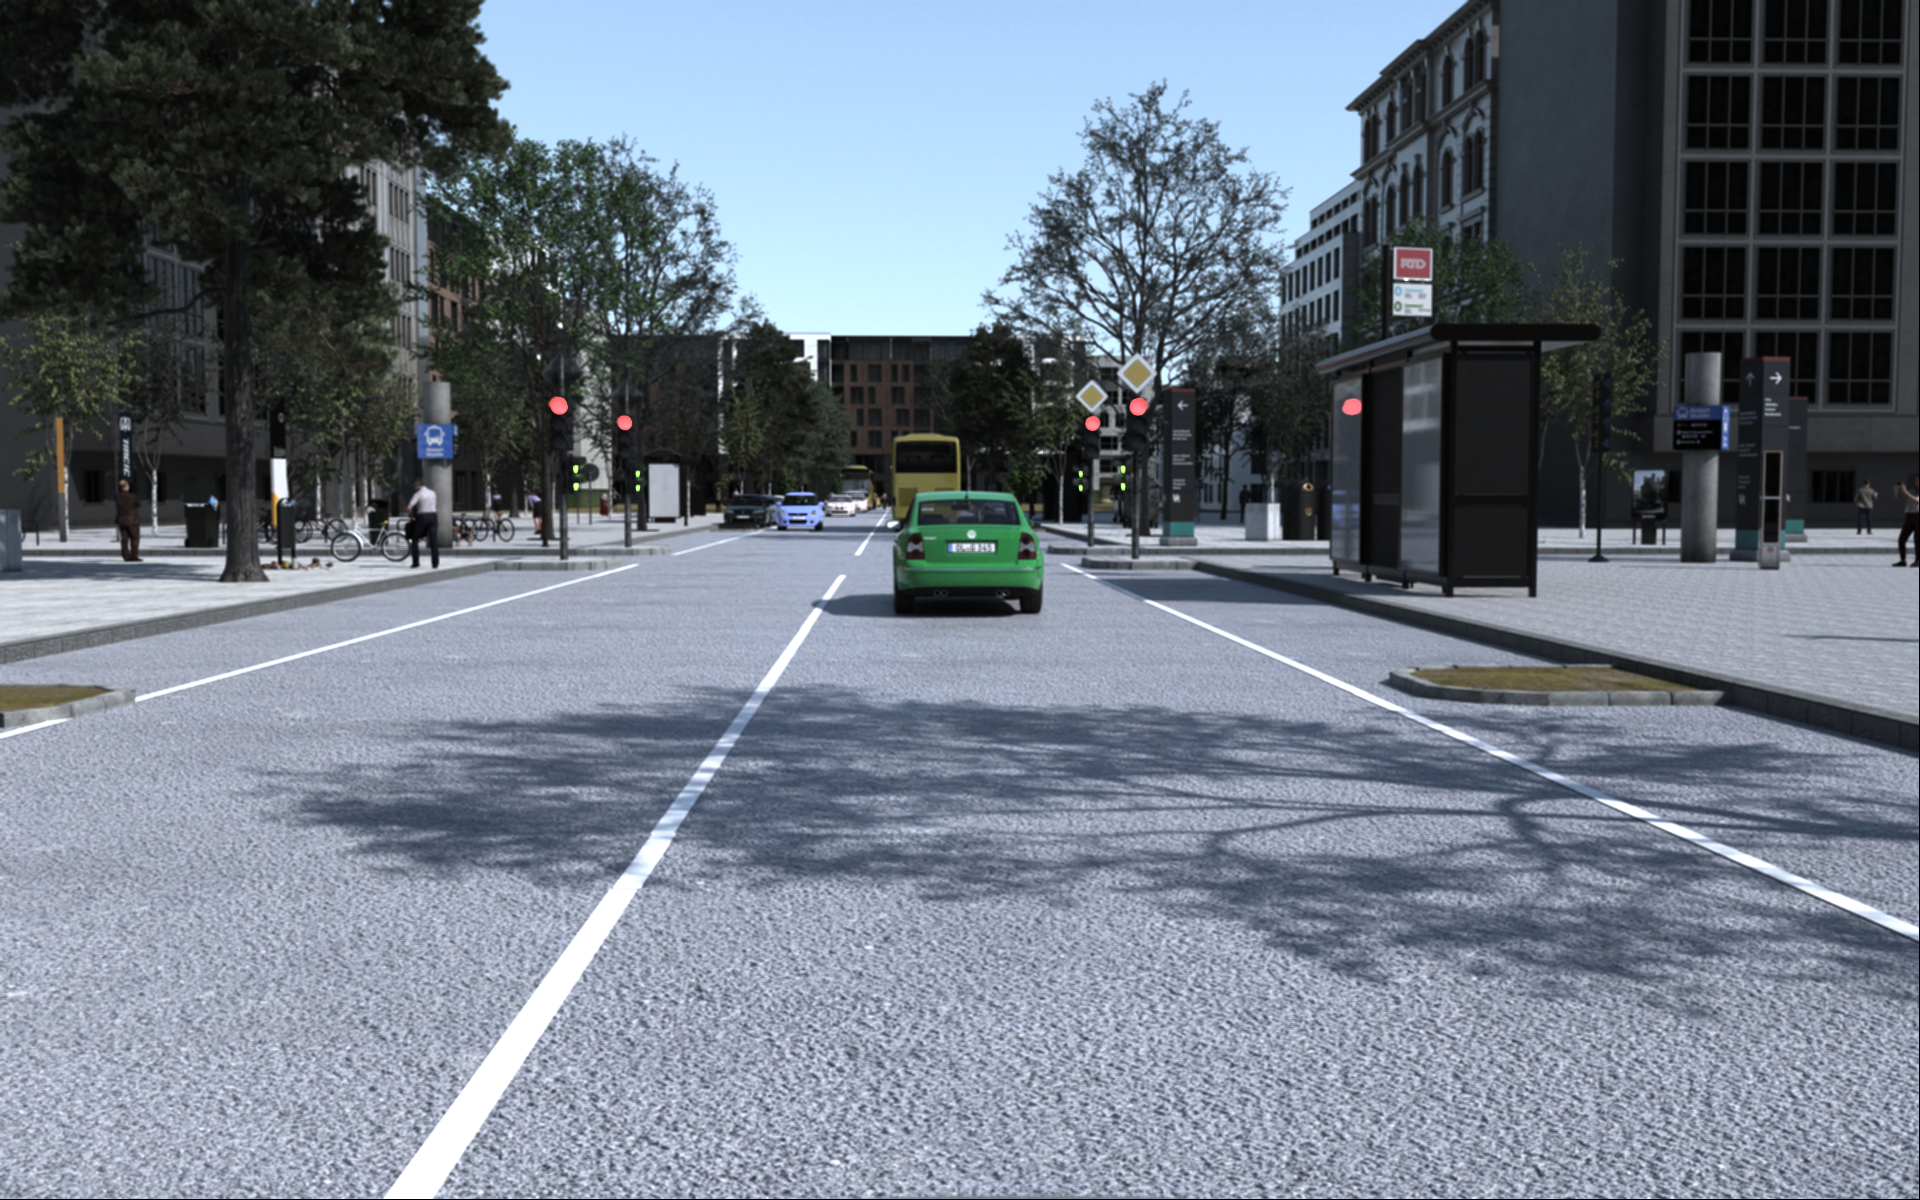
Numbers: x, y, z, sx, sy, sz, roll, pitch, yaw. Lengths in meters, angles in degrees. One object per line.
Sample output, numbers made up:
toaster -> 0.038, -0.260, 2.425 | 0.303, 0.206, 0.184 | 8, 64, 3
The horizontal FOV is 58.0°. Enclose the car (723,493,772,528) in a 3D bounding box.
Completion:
car -> -9.048, -3.925, 73.965 | 2.009, 1.686, 4.222 | 0, 4, -1

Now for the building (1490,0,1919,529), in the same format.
building -> 35.456, -16.838, 68.803 | 24.014, 27.812, 14.314 | 0, 4, -2

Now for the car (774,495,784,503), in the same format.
car -> -9.348, -4.481, 85.618 | 2.083, 1.381, 4.827 | 0, 4, 0

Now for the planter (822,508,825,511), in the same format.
planter -> -11.267, -7.510, 143.923 | 1.991, 0.319, 1.994 | 0, 4, -2

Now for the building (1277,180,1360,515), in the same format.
building -> 27.098, -15.572, 109.353 | 10.420, 20.320, 16.860 | 0, 4, -2

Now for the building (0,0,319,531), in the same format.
building -> -37.275, -16.957, 70.751 | 14.314, 27.812, 24.014 | 0, 4, -2

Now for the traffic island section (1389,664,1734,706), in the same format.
traffic island section -> 4.236, 0.622, 12.698 | 1.991, 0.108, 1.994 | 0, 4, -2

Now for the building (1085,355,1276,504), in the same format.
building -> 31.631, -22.224, 229.813 | 31.486, 18.905, 16.747 | 0, 4, -2

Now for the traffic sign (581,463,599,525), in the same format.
traffic sign -> -15.352, -4.391, 71.896 | 0.768, 2.556, 0.104 | 0, 4, 2

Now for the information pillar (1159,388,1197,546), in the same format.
information pillar -> 5.406, -3.267, 42.792 | 0.750, 3.857, 0.750 | -1, 4, -10

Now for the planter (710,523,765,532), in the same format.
planter -> -8.590, -2.815, 67.165 | 1.991, 0.319, 1.994 | 0, 4, -2

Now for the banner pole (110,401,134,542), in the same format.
banner pole -> -22.555, -3.464, 46.646 | 0.401, 3.779, 0.863 | 1, 4, 15

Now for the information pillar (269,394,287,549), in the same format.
information pillar -> -15.923, -3.006, 40.497 | 0.183, 3.616, 0.504 | 1, 4, 15

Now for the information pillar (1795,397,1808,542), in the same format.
information pillar -> 22.183, -3.484, 46.349 | 0.750, 3.857, 0.750 | 0, 4, 3

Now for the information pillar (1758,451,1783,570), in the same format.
information pillar -> 13.784, -1.527, 29.460 | 0.304, 2.012, 0.304 | 1, 4, 17

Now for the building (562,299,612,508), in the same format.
building -> -50.392, -18.239, 164.663 | 31.486, 18.905, 16.747 | 0, 4, -2

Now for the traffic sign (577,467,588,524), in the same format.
traffic sign -> -16.348, -4.532, 74.100 | 0.884, 2.594, 0.081 | 0, 4, 6

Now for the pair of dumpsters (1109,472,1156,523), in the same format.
pair of dumpsters -> 7.701, -4.563, 77.099 | 1.574, 2.255, 4.436 | 0, 4, -2

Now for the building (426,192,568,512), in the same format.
building -> -47.095, -17.615, 131.975 | 27.936, 21.610, 32.646 | 0, 4, -2

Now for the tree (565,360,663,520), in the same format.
tree -> -17.455, -8.300, 86.063 | 4.360, 8.622, 3.978 | 0, 3, 0

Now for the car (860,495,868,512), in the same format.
car -> -8.281, -7.633, 137.154 | 2.083, 1.381, 4.827 | 0, 4, 0

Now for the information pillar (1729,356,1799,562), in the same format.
information pillar -> 15.278, -2.667, 32.977 | 0.750, 3.857, 0.750 | -1, 4, -15

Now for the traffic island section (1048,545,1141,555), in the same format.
traffic island section -> 3.207, -1.217, 42.178 | 2.009, 0.180, 2.903 | 0, 4, -2

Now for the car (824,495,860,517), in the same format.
car -> -7.697, -6.078, 111.744 | 2.083, 1.381, 4.827 | 0, 4, -2

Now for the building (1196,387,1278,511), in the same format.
building -> 25.325, -11.674, 133.021 | 9.099, 9.664, 28.070 | 0, 4, -2

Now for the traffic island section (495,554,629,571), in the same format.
traffic island section -> -7.750, -0.705, 33.812 | 2.009, 0.180, 2.903 | 0, 4, -2

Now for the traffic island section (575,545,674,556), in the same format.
traffic island section -> -8.028, -1.193, 41.793 | 2.009, 0.180, 2.903 | 0, 4, -2

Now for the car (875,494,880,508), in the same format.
car -> -9.456, -10.731, 185.681 | 2.015, 1.641, 3.980 | 0, 4, -1

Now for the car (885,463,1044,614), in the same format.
car -> 0.029, -0.816, 22.136 | 1.959, 1.807, 4.718 | 0, 4, -3

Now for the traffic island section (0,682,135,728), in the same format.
traffic island section -> -6.641, 0.703, 11.380 | 1.991, 0.108, 1.994 | 0, 4, -2

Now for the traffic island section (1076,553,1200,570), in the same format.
traffic island section -> 3.485, -0.729, 34.198 | 2.009, 0.180, 2.903 | 0, 4, -2

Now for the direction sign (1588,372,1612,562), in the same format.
direction sign -> 12.090, -2.489, 32.691 | 0.379, 3.537, 0.876 | 0, 4, 0

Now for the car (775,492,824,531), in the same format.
car -> -6.355, -3.629, 68.933 | 1.945, 1.707, 3.694 | 0, 4, -2

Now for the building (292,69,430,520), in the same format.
building -> -37.247, -16.805, 92.789 | 12.078, 24.808, 19.932 | 0, 4, -2

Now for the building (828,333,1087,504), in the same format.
building -> -0.615, -23.877, 234.368 | 32.646, 21.610, 27.936 | 0, 4, -2

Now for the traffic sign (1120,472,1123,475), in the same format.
traffic sign -> 9.460, -6.064, 99.252 | 0.768, 2.556, 0.104 | 0, 4, 5

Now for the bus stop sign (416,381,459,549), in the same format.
bus stop sign -> -12.302, -3.169, 40.826 | 0.837, 3.901, 0.837 | -1, 4, -9

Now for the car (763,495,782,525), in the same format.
car -> -9.288, -4.211, 80.844 | 2.014, 1.417, 4.499 | 0, 4, -2

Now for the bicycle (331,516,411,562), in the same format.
bicycle -> -11.110, -1.196, 32.780 | 1.543, 0.972, 0.635 | 0, 4, -7

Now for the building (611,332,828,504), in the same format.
building -> -33.225, -23.778, 232.744 | 32.646, 21.610, 27.936 | 0, 4, -2

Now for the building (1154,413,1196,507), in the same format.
building -> 24.549, -13.431, 161.738 | 9.099, 9.664, 28.070 | 0, 4, -2

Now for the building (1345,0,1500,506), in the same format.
building -> 29.468, -18.447, 89.002 | 14.401, 28.519, 23.554 | 0, 4, -2

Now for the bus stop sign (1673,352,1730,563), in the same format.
bus stop sign -> 13.877, -2.657, 32.450 | 0.837, 3.901, 0.837 | 2, 4, 33
